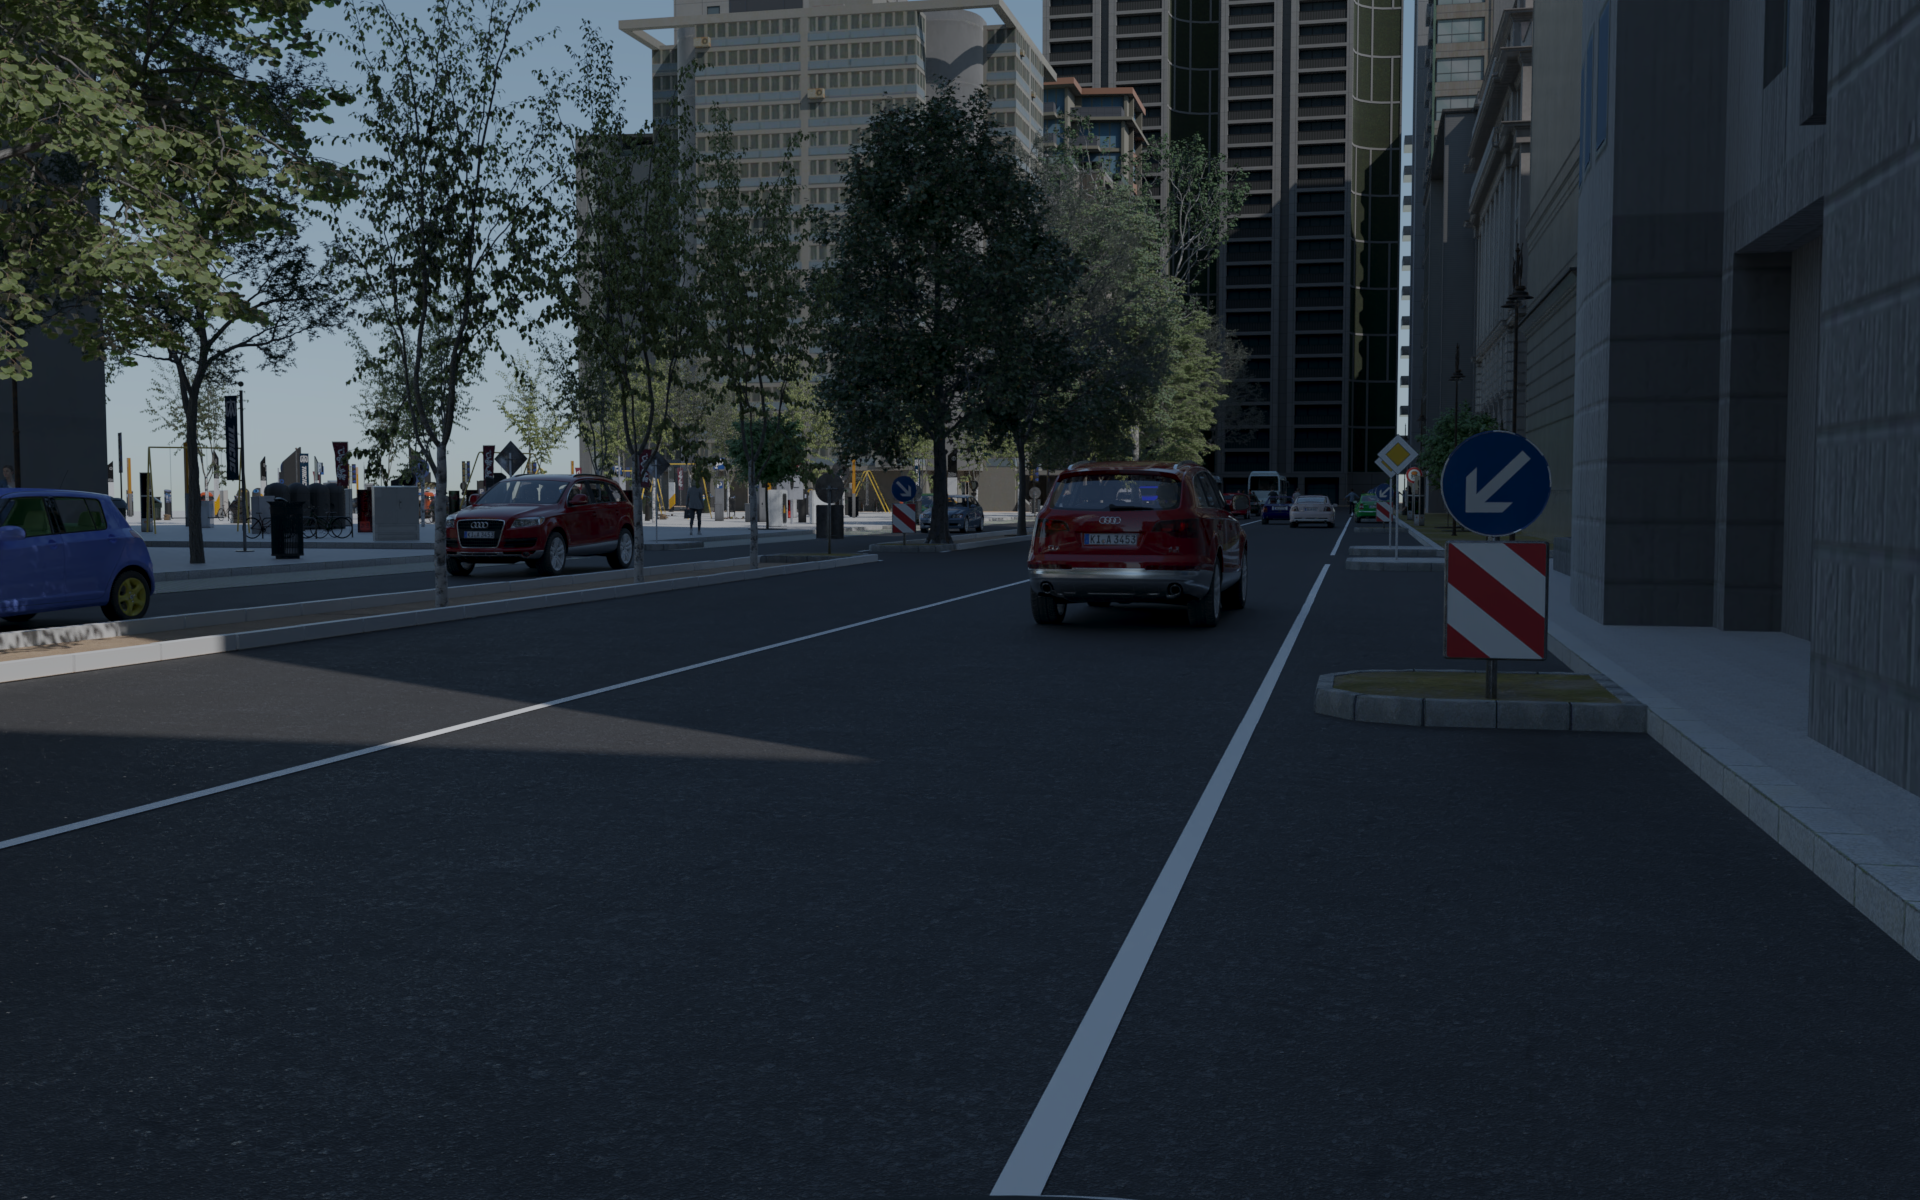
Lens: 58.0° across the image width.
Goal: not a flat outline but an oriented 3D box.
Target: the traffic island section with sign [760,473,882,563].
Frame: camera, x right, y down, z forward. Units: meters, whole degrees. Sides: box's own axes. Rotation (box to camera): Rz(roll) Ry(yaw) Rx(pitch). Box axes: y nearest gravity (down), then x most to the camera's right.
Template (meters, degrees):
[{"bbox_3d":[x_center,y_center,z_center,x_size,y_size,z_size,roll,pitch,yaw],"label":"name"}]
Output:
[{"bbox_3d":[-2.935,-1.737,36.540,2.006,1.907,1.989,1,4,13],"label":"traffic island section with sign"}]

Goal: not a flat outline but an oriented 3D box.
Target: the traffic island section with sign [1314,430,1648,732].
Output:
[{"bbox_3d":[3.396,-0.178,11.544,1.989,1.847,2.006,1,4,13],"label":"traffic island section with sign"}]

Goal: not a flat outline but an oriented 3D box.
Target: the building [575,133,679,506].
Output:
[{"bbox_3d":[-34.585,-31.514,198.852,14.086,41.232,14.154,1,4,13],"label":"building"}]

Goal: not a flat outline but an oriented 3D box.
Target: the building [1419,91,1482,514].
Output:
[{"bbox_3d":[33.853,-17.041,97.694,14.314,24.678,30.058,1,4,13],"label":"building"}]

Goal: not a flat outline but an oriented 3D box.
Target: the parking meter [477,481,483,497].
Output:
[{"bbox_3d":[-20.566,-4.208,74.506,0.399,1.863,0.255,-1,4,-21],"label":"parking meter"}]

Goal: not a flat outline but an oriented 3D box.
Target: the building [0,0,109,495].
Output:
[{"bbox_3d":[-33.140,-24.992,32.327,21.600,48.544,21.300,1,4,13],"label":"building"}]

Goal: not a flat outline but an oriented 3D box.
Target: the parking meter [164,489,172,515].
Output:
[{"bbox_3d":[-43.019,-5.240,94.079,0.372,1.533,0.369,0,3,0],"label":"parking meter"}]

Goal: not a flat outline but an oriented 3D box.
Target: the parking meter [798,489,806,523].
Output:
[{"bbox_3d":[-7.079,-4.237,77.688,0.372,1.533,0.369,0,3,0],"label":"parking meter"}]

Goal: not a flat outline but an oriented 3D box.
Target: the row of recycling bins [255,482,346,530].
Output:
[{"bbox_3d":[-23.571,-3.388,62.507,1.069,1.692,3.534,2,4,24],"label":"row of recycling bins"}]

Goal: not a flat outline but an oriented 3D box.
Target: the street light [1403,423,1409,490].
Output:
[{"bbox_3d":[29.099,-8.594,113.294,0.468,5.910,1.993,1,4,13],"label":"street light"}]

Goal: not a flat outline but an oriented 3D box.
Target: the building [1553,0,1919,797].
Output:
[{"bbox_3d":[16.961,-28.913,14.732,21.231,58.520,28.212,1,4,13],"label":"building"}]

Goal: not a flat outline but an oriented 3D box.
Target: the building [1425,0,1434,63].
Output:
[{"bbox_3d":[49.474,-31.913,141.379,23.786,49.044,30.456,1,4,13],"label":"building"}]

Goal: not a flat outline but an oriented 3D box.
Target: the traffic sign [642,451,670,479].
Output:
[{"bbox_3d":[-8.003,-2.655,45.601,0.795,2.593,0.064,1,4,13],"label":"traffic sign"}]

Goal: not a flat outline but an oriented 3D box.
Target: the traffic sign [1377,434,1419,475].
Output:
[{"bbox_3d":[8.494,-1.919,33.566,0.795,2.593,0.064,1,4,13],"label":"traffic sign"}]

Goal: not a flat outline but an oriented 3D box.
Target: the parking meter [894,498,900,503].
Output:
[{"bbox_3d":[-3.135,-4.908,85.964,0.255,1.863,0.399,0,4,7],"label":"parking meter"}]

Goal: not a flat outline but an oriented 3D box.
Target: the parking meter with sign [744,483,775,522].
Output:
[{"bbox_3d":[-9.071,-5.065,79.074,0.543,3.016,1.738,3,5,39],"label":"parking meter with sign"}]

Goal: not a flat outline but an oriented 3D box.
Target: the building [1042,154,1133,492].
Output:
[{"bbox_3d":[6.846,-23.205,151.104,14.160,30.474,14.107,1,4,13],"label":"building"}]

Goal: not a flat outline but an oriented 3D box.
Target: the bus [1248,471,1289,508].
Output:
[{"bbox_3d":[26.212,-9.315,147.165,2.948,3.499,13.247,1,4,13],"label":"bus"}]

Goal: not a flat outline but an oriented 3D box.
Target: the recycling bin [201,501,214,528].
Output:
[{"bbox_3d":[-28.702,-3.242,65.562,0.722,1.027,0.722,-1,4,-11],"label":"recycling bin"}]

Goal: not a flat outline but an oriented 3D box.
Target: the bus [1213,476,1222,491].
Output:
[{"bbox_3d":[24.237,-10.813,171.644,2.948,3.499,13.247,1,4,12],"label":"bus"}]

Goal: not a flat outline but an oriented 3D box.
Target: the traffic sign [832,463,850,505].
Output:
[{"bbox_3d":[-4.667,-4.123,67.514,0.768,2.556,0.104,1,4,18],"label":"traffic sign"}]

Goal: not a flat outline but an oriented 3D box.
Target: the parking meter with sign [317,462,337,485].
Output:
[{"bbox_3d":[-34.656,-6.107,96.103,1.738,3.016,0.543,-3,5,-43],"label":"parking meter with sign"}]

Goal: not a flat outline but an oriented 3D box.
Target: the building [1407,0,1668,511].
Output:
[{"bbox_3d":[55.077,-38.401,169.849,21.231,58.520,28.212,1,4,13],"label":"building"}]

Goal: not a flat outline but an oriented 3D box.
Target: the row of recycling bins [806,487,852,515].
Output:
[{"bbox_3d":[-7.986,-6.038,105.837,3.534,1.692,1.069,2,4,32],"label":"row of recycling bins"}]

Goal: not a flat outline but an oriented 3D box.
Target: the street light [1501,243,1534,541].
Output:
[{"bbox_3d":[10.270,-3.625,32.058,0.468,5.910,1.993,1,4,13],"label":"street light"}]

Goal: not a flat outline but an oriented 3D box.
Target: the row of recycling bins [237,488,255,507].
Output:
[{"bbox_3d":[-45.074,-6.430,112.248,3.534,1.692,1.069,0,3,0],"label":"row of recycling bins"}]

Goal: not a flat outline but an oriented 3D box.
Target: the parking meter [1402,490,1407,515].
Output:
[{"bbox_3d":[26.866,-5.874,104.448,0.372,1.533,0.369,0,3,0],"label":"parking meter"}]

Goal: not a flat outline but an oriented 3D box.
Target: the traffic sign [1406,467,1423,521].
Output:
[{"bbox_3d":[21.402,-4.987,81.644,0.768,2.556,0.104,1,4,14],"label":"traffic sign"}]

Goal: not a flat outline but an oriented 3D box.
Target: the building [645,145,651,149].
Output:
[{"bbox_3d":[-27.324,-36.749,224.545,21.600,48.544,21.300,1,4,13],"label":"building"}]

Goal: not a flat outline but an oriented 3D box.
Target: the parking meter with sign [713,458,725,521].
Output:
[{"bbox_3d":[-11.501,-5.281,82.599,0.543,3.016,1.738,0,4,-7],"label":"parking meter with sign"}]

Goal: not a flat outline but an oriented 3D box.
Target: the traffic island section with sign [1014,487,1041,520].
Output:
[{"bbox_3d":[4.149,-5.382,96.620,1.989,1.847,2.006,1,4,13],"label":"traffic island section with sign"}]

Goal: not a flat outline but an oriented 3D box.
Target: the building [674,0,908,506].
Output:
[{"bbox_3d":[-17.688,-45.969,189.838,20.611,71.187,20.563,1,4,13],"label":"building"}]

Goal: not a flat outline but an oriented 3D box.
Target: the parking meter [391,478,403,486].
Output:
[{"bbox_3d":[-20.113,-3.433,61.838,0.399,1.863,0.255,0,4,4],"label":"parking meter"}]

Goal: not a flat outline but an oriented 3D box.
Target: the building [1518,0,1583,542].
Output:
[{"bbox_3d":[30.363,-12.948,44.977,30.059,22.955,16.112,1,4,13],"label":"building"}]

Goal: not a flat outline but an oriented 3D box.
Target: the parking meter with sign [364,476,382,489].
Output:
[{"bbox_3d":[-41.762,-7.719,122.462,1.738,3.016,0.543,-2,4,-30],"label":"parking meter with sign"}]

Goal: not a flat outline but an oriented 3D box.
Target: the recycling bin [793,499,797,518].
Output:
[{"bbox_3d":[-9.262,-4.945,93.407,0.722,1.027,0.722,-2,4,-27],"label":"recycling bin"}]

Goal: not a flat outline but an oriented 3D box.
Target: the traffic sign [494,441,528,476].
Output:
[{"bbox_3d":[-9.810,-2.179,37.822,0.795,2.593,0.064,1,4,13],"label":"traffic sign"}]

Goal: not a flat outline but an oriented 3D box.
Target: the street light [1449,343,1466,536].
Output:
[{"bbox_3d":[15.195,-4.910,53.074,0.468,5.910,1.993,1,4,13],"label":"street light"}]

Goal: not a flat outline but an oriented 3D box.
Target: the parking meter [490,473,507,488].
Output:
[{"bbox_3d":[-12.557,-2.547,47.347,0.255,1.863,0.399,0,4,6],"label":"parking meter"}]

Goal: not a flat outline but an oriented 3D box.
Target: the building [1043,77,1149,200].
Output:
[{"bbox_3d":[6.378,-32.388,184.170,28.867,44.769,22.147,1,4,13],"label":"building"}]

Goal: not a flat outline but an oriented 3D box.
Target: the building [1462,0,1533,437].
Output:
[{"bbox_3d":[27.955,-13.997,70.652,13.314,21.916,24.055,1,4,13],"label":"building"}]

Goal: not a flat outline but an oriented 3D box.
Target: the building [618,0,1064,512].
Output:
[{"bbox_3d":[-6.709,-27.063,134.362,32.217,40.220,23.993,1,4,13],"label":"building"}]

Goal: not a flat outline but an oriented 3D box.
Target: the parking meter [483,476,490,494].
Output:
[{"bbox_3d":[-15.412,-3.146,57.147,0.399,1.863,0.255,1,4,23],"label":"parking meter"}]

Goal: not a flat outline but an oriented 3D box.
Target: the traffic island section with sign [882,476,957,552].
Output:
[{"bbox_3d":[-1.250,-2.178,43.754,2.006,1.907,1.989,1,4,13],"label":"traffic island section with sign"}]

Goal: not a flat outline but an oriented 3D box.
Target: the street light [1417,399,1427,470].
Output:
[{"bbox_3d":[22.140,-6.752,83.185,0.468,5.910,1.993,1,4,13],"label":"street light"}]

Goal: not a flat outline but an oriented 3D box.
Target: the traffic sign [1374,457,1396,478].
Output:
[{"bbox_3d":[10.301,-2.395,41.345,0.795,2.593,0.064,1,4,13],"label":"traffic sign"}]

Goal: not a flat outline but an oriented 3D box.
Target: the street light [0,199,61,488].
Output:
[{"bbox_3d":[-14.502,-3.289,26.570,0.468,5.910,1.993,1,4,13],"label":"street light"}]

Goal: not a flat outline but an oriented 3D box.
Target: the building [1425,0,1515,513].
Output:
[{"bbox_3d":[40.008,-26.742,120.819,14.154,41.232,14.086,1,4,13],"label":"building"}]

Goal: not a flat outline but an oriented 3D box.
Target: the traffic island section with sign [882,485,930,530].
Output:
[{"bbox_3d":[-1.943,-3.776,70.360,1.989,1.847,2.006,1,4,13],"label":"traffic island section with sign"}]

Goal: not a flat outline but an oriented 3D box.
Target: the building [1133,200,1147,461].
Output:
[{"bbox_3d":[9.899,-24.046,164.852,14.160,30.474,14.107,1,4,13],"label":"building"}]

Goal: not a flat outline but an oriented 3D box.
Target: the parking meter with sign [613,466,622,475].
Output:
[{"bbox_3d":[-20.976,-6.757,106.731,0.543,3.016,1.738,0,4,-3],"label":"parking meter with sign"}]

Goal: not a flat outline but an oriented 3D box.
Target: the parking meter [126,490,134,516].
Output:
[{"bbox_3d":[-49.062,-5.747,102.373,0.372,1.533,0.369,0,3,0],"label":"parking meter"}]
